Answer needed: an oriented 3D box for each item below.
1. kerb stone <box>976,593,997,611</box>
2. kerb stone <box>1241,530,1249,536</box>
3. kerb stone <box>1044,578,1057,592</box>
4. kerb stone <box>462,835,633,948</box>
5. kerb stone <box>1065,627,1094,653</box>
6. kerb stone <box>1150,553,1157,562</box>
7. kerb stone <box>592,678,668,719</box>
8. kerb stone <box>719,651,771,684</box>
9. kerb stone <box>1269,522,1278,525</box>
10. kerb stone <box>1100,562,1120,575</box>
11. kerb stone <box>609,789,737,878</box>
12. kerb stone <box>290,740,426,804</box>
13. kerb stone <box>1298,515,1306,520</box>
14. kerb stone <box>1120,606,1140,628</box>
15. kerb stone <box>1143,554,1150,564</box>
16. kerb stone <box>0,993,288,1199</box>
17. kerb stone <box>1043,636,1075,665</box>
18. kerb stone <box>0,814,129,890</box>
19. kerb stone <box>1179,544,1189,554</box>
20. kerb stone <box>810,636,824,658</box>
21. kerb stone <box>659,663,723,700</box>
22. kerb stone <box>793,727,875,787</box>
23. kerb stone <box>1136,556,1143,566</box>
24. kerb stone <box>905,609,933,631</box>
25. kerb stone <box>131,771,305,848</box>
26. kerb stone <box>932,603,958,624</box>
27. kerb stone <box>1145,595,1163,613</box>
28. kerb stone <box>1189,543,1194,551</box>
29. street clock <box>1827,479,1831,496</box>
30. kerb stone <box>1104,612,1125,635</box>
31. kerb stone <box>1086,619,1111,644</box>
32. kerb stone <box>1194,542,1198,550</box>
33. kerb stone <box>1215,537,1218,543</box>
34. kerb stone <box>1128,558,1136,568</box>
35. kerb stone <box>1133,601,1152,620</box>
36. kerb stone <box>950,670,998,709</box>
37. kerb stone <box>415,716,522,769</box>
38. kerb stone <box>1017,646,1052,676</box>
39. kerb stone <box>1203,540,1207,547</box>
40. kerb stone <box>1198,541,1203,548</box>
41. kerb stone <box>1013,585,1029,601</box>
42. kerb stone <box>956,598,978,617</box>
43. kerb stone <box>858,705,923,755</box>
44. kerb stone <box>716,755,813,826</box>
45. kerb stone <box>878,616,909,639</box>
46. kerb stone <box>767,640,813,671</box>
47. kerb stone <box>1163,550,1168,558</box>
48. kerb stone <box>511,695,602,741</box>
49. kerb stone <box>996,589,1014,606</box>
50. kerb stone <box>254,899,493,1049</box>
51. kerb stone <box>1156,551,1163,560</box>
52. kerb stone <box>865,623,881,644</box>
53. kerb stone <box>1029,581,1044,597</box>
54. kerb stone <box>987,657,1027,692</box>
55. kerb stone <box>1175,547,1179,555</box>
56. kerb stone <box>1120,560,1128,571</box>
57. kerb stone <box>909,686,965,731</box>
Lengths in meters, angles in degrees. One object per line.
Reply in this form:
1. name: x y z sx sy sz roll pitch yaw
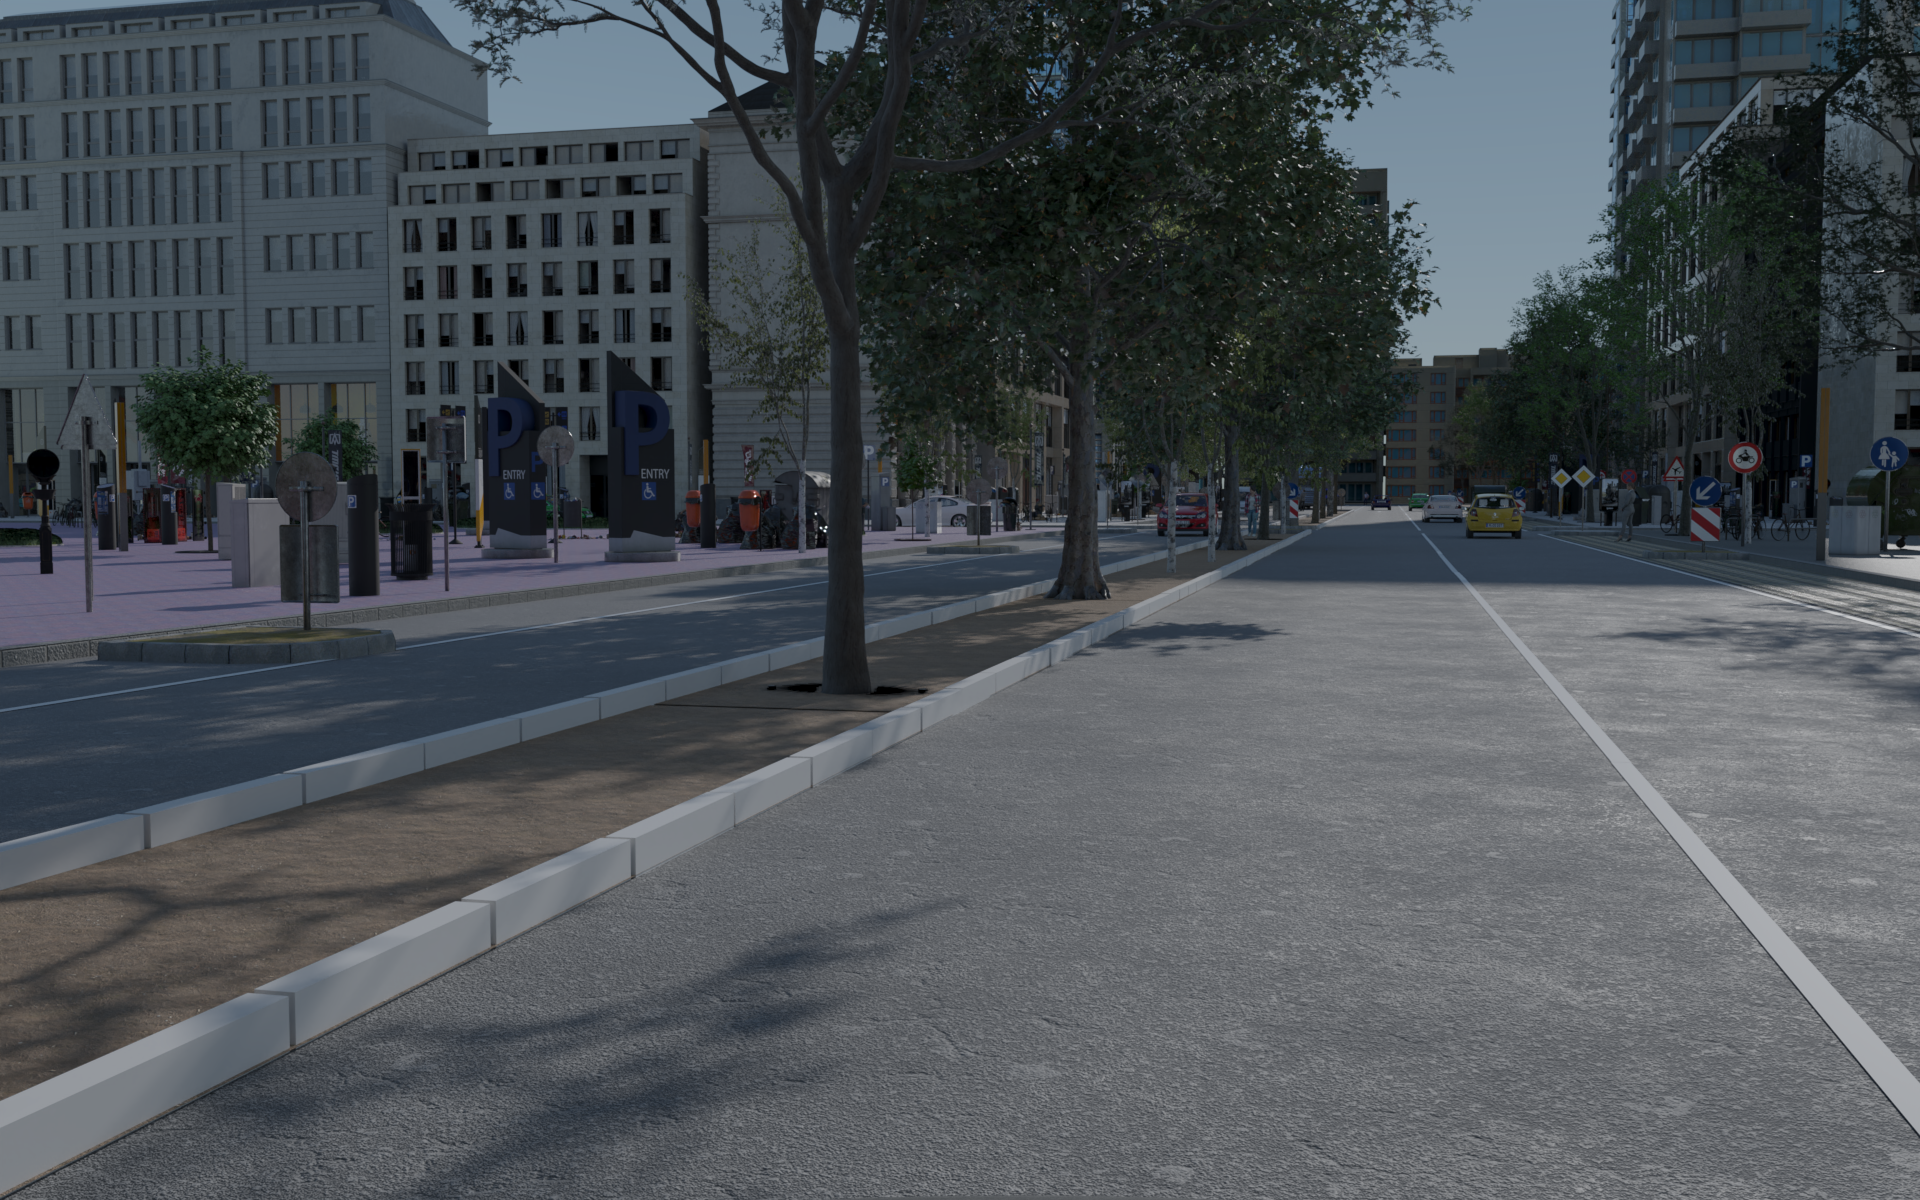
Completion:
1. kerb stone: 0.259 0.049 21.389 0.120 0.150 1.000 1 4 14
2. kerb stone: 10.103 -2.385 61.188 0.120 0.150 1.000 1 4 14
3. kerb stone: 1.236 -0.192 25.372 0.120 0.150 1.000 1 4 14
4. kerb stone: -1.402 0.993 5.964 0.120 0.150 1.000 1 4 14
5. kerb stone: 1.064 0.385 15.927 0.120 0.150 1.000 1 4 14
6. kerb stone: 3.949 -0.861 36.321 0.120 0.150 1.000 1 4 14
7. kerb stone: -2.206 0.658 11.444 0.120 0.150 1.000 1 4 14
8. kerb stone: -1.716 0.536 13.435 0.120 0.150 1.000 1 4 14
9. kerb stone: 13.691 -3.265 75.654 0.120 0.150 1.000 1 4 14
10. kerb stone: 2.710 -0.555 31.341 0.120 0.150 1.000 1 4 14
11. kerb stone: -1.149 0.932 6.961 0.120 0.150 1.000 1 4 14
12. kerb stone: -2.943 0.840 8.456 0.120 0.150 1.000 1 4 14
13. kerb stone: 19.863 -4.794 100.576 0.120 0.150 1.000 1 4 14
14. kerb stone: 1.805 0.201 18.908 0.120 0.150 1.000 1 4 14
15. kerb stone: 3.704 -0.803 35.329 0.120 0.150 1.000 1 4 14
16. kerb stone: -1.900 1.120 3.975 0.120 0.150 1.000 1 4 14
17. kerb stone: 0.824 0.445 14.929 0.120 0.150 1.000 1 4 14
18. kerb stone: -3.446 0.965 6.465 0.120 0.150 1.000 1 4 14
19. kerb stone: 5.423 -1.229 42.288 0.120 0.150 1.000 1 4 14
20. kerb stone: -1.223 0.414 15.422 0.120 0.150 1.000 1 4 14
21. kerb stone: -1.961 0.597 12.437 0.120 0.150 1.000 1 4 14
22. kerb stone: -0.656 0.810 8.951 0.120 0.150 1.000 1 4 14
23. kerb stone: 3.456 -0.741 34.338 0.120 0.150 1.000 1 4 14
24. kerb stone: -0.494 0.232 18.407 0.120 0.150 1.000 1 4 14
25. kerb stone: -3.190 0.903 7.457 0.120 0.150 1.000 1 4 14
26. kerb stone: -0.231 0.171 19.400 0.120 0.150 1.000 1 4 14
27. kerb stone: 2.293 0.080 20.900 0.120 0.150 1.000 1 4 14
28. kerb stone: 5.678 -1.287 43.280 0.120 0.150 1.000 1 4 14
29. street clock: 40.274 -4.655 80.675 0.471 2.002 0.358 2 4 29
30. kerb stone: 1.552 0.264 17.918 0.120 0.150 1.000 1 4 14
31. kerb stone: 1.311 0.324 16.919 0.120 0.150 1.000 1 4 14
32. kerb stone: 5.919 -1.351 44.286 0.120 0.150 1.000 1 4 14
33. kerb stone: 7.157 -1.655 49.249 0.120 0.150 1.000 1 4 14
34. kerb stone: 3.211 -0.681 33.327 0.120 0.150 1.000 1 4 14
35. kerb stone: 2.046 0.142 19.901 0.120 0.150 1.000 1 4 14
36. kerb stone: 0.077 0.628 11.935 0.120 0.150 1.000 1 4 14
37. kerb stone: -2.701 0.783 9.449 0.120 0.150 1.000 1 4 14
38. kerb stone: 0.564 0.508 13.928 0.120 0.150 1.000 1 4 14
39. kerb stone: 6.419 -1.472 46.268 0.120 0.150 1.000 1 4 14
40. kerb stone: 6.162 -1.411 45.278 0.120 0.150 1.000 1 4 14
41. kerb stone: 0.740 -0.072 23.379 0.120 0.150 1.000 1 4 14
42. kerb stone: 0.004 0.113 20.399 0.120 0.150 1.000 1 4 14
43. kerb stone: -0.416 0.753 9.945 0.120 0.150 1.000 1 4 14
44. kerb stone: -0.906 0.874 7.956 0.120 0.150 1.000 1 4 14
45. kerb stone: -0.731 0.293 17.412 0.120 0.150 1.000 1 4 14
46. kerb stone: -1.463 0.476 14.426 0.120 0.150 1.000 1 4 14
47. kerb stone: 4.442 -0.986 38.318 0.120 0.150 1.000 1 4 14
48. kerb stone: -2.455 0.724 10.451 0.120 0.150 1.000 1 4 14
49. kerb stone: 0.499 -0.011 22.386 0.120 0.150 1.000 1 4 14
50. kerb stone: -1.653 1.056 4.967 0.120 0.150 1.000 1 4 14
51. kerb stone: 4.202 -0.925 37.312 0.120 0.150 1.000 1 4 14
52. kerb stone: -0.973 0.354 16.420 0.120 0.150 1.000 1 4 14
53. kerb stone: 0.988 -0.133 24.371 0.120 0.150 1.000 1 4 14
54. kerb stone: 0.321 0.567 12.930 0.120 0.150 1.000 1 4 14
55. kerb stone: 4.924 -1.108 40.305 0.120 0.150 1.000 1 4 14
56. kerb stone: 2.963 -0.620 32.336 0.120 0.150 1.000 1 4 14
57. kerb stone: -0.164 0.692 10.942 0.120 0.150 1.000 1 4 14
